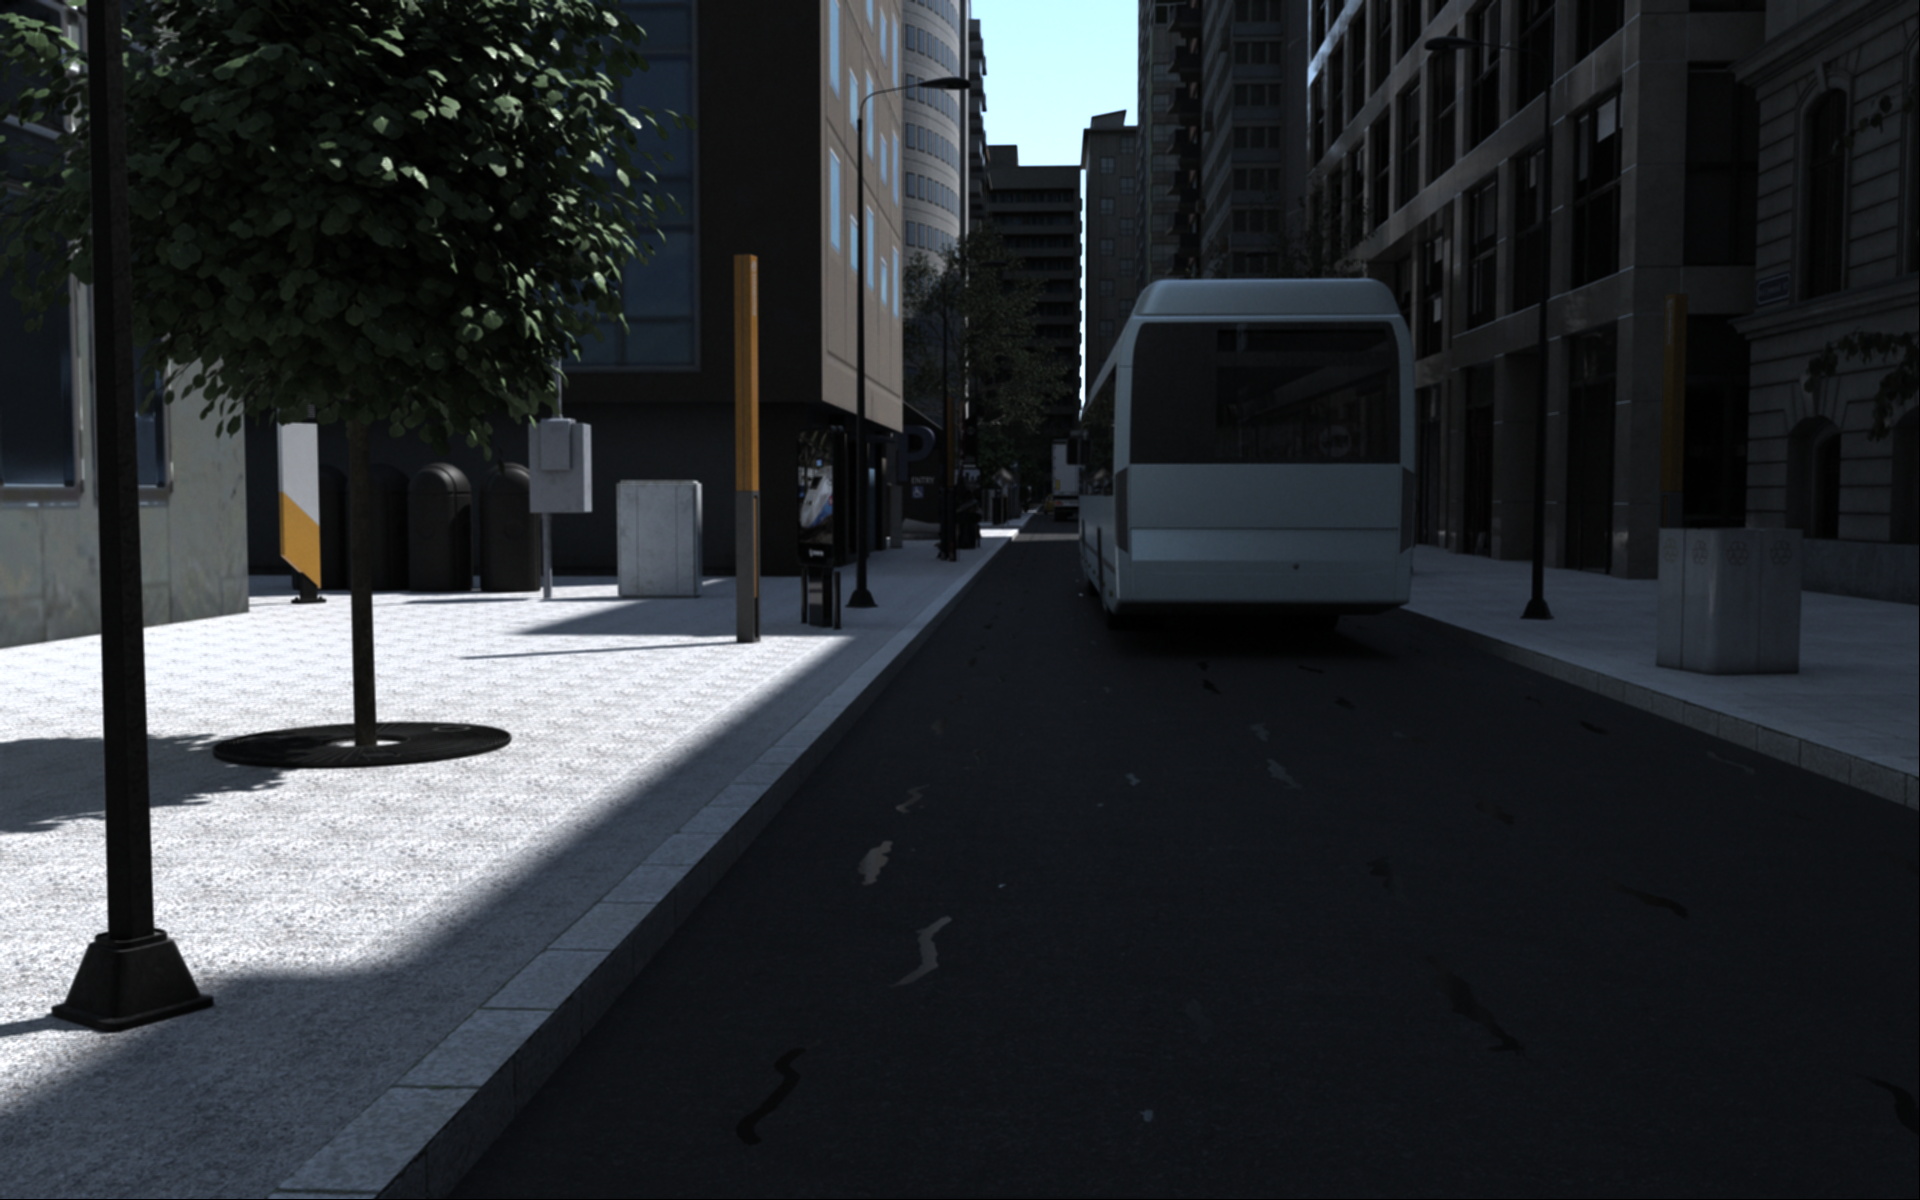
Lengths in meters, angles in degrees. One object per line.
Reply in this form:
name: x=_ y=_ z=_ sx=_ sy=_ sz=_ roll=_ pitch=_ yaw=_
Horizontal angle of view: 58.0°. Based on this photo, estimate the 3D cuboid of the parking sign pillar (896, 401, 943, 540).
parking sign pillar: x=-1.132 y=-3.702 z=48.999 sx=1.447 sy=3.967 sz=1.447 roll=1 pitch=4 yaw=19

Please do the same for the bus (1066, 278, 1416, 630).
bus: x=2.893 y=-1.626 z=21.449 sx=2.948 sy=3.499 sz=13.247 roll=0 pitch=4 yaw=2

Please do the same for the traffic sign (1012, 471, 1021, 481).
traffic sign: x=2.932 y=-5.773 z=94.501 sx=0.768 sy=2.556 sz=0.104 roll=1 pitch=4 yaw=13

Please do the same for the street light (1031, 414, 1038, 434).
street light: x=2.971 y=-6.923 z=85.738 sx=1.470 sy=5.913 sz=1.316 roll=0 pitch=4 yaw=3

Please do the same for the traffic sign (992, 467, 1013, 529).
traffic sign: x=1.552 y=-3.643 z=63.213 sx=0.795 sy=2.450 sz=0.064 roll=0 pitch=4 yaw=3

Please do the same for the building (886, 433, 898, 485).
building: x=-11.698 y=-39.422 z=82.798 sx=20.563 sy=71.187 sz=20.611 roll=0 pitch=4 yaw=3

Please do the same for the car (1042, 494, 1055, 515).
car: x=6.813 y=-6.884 z=122.769 sx=2.015 sy=1.641 sz=3.980 roll=0 pitch=4 yaw=2

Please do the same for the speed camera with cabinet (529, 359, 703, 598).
speed camera with cabinet: x=-4.252 y=-1.658 z=21.452 sx=2.038 sy=3.252 sz=0.660 roll=0 pitch=4 yaw=-2

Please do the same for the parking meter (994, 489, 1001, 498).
parking meter: x=1.963 y=-4.975 z=89.758 sx=0.372 sy=1.533 sz=0.369 roll=0 pitch=3 yaw=0

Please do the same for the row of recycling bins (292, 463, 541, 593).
row of recycling bins: x=-7.284 y=-0.979 z=23.113 sx=3.534 sy=1.692 sz=1.069 roll=1 pitch=4 yaw=10

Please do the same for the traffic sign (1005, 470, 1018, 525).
traffic sign: x=1.978 y=-4.131 z=71.187 sx=0.795 sy=2.450 sz=0.064 roll=0 pitch=4 yaw=3

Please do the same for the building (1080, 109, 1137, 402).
building: x=30.899 y=-40.126 z=245.301 sx=27.495 sy=52.752 sz=28.713 roll=0 pitch=4 yaw=3

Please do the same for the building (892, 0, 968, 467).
building: x=-10.601 y=-35.142 z=116.574 sx=21.231 sy=58.520 sz=28.212 roll=0 pitch=4 yaw=3

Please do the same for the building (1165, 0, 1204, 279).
building: x=26.235 y=-28.710 z=124.028 sx=22.147 sy=44.769 sz=28.867 roll=0 pitch=4 yaw=3

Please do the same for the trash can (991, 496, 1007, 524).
trash can: x=1.689 y=-3.814 z=74.017 sx=0.748 sy=1.137 sz=0.748 roll=0 pitch=3 yaw=0

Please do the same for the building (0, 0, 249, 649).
building: x=-17.683 y=-42.111 z=1.180 sx=22.319 sy=86.520 sz=31.000 roll=0 pitch=4 yaw=3

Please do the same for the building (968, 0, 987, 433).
building: x=-8.870 y=-33.155 z=161.697 sx=23.786 sy=49.044 sz=30.456 roll=0 pitch=4 yaw=3

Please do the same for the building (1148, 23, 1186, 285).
building: x=23.691 y=-28.793 z=154.352 sx=14.154 sy=41.232 sz=14.086 roll=0 pitch=4 yaw=3

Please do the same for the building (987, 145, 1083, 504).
building: x=6.187 y=-37.878 z=243.005 sx=21.600 sy=48.544 sz=21.300 roll=0 pitch=4 yaw=3

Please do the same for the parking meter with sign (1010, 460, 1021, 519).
parking meter with sign: x=2.871 y=-5.732 z=89.972 sx=0.543 sy=3.016 sz=1.738 roll=1 pitch=4 yaw=8

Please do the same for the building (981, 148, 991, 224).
building: x=-9.284 y=-33.864 z=208.306 sx=28.867 sy=44.769 sz=22.147 roll=0 pitch=4 yaw=3

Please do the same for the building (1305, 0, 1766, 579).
building: x=20.526 y=-14.506 z=41.683 sx=19.350 sy=26.468 sz=34.151 roll=0 pitch=4 yaw=3

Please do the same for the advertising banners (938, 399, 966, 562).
advertising banners: x=-0.146 y=-2.253 z=33.027 sx=0.090 sy=3.025 sz=2.074 roll=-1 pitch=4 yaw=-13

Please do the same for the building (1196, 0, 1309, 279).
building: x=24.990 y=-24.313 z=89.398 sx=23.993 sy=40.220 sz=32.217 roll=0 pitch=4 yaw=3

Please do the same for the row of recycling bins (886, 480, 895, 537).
row of recycling bins: x=-3.507 y=-2.762 z=52.276 sx=3.534 sy=1.692 sz=1.069 roll=1 pitch=4 yaw=22

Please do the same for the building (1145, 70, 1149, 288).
building: x=25.371 y=-31.715 z=168.658 sx=14.600 sy=45.320 sz=14.200 roll=0 pitch=4 yaw=3

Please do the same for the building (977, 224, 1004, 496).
building: x=-2.560 y=-25.240 z=184.378 sx=14.160 sy=30.474 sz=14.107 roll=0 pitch=4 yaw=3

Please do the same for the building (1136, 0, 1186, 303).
building: x=29.568 y=-46.971 z=206.233 sx=20.563 sy=71.187 sz=20.611 roll=0 pitch=4 yaw=3

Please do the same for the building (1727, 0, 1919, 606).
building: x=15.542 y=-11.504 z=7.182 sx=14.460 sy=24.649 sz=34.723 roll=0 pitch=4 yaw=3

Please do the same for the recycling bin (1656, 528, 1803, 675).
recycling bin: x=5.598 y=-0.004 z=12.627 sx=0.722 sy=1.027 sz=0.722 roll=-1 pitch=4 yaw=-11

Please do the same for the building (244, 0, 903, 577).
building: x=-8.607 y=-23.390 z=32.540 sx=14.600 sy=45.320 sz=14.200 roll=0 pitch=4 yaw=3

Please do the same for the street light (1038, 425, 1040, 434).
street light: x=3.769 y=-7.834 z=100.626 sx=1.470 sy=5.913 sz=1.316 roll=0 pitch=4 yaw=3
